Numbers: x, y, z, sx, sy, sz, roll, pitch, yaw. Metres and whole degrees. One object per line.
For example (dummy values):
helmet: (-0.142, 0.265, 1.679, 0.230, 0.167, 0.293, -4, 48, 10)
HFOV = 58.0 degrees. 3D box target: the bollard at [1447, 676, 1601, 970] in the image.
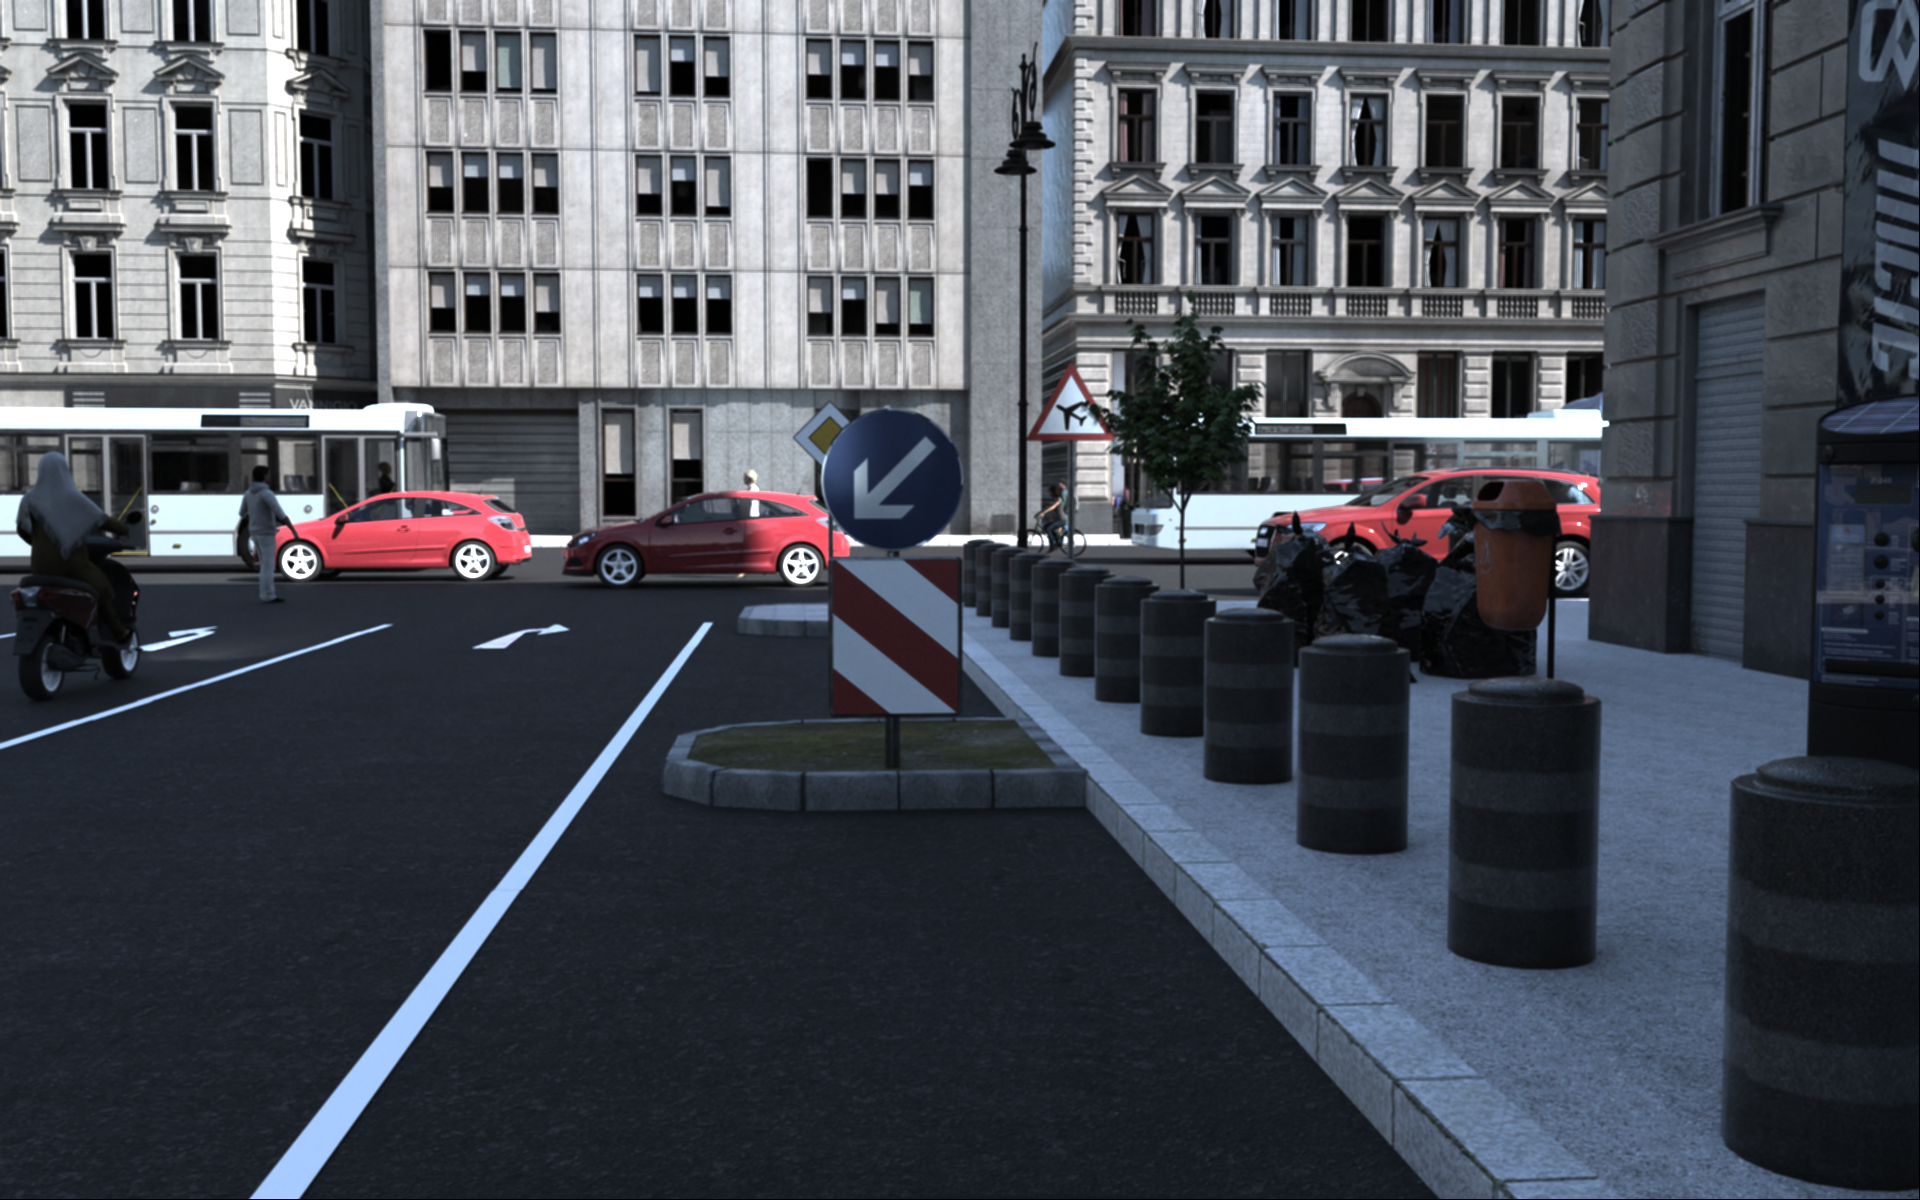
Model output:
bollard: (1.575, 0.604, 4.845, 0.404, 0.777, 0.398, 0, 3, 0)

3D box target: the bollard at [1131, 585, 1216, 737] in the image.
bollard: (1.171, 0.331, 9.300, 0.404, 0.777, 0.398, 0, 3, 0)

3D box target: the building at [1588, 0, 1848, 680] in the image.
building: (12.233, -12.577, 2.899, 12.463, 27.353, 25.104, 0, 4, -5)

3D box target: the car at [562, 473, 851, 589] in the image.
car: (-3.964, -1.109, 27.181, 4.494, 1.783, 2.155, 0, 4, -6)

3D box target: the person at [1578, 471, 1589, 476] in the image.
person: (11.143, -1.398, 31.226, 0.638, 1.841, 0.748, 0, 4, -8)

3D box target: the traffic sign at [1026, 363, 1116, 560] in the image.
traffic sign: (1.105, -1.057, 17.278, 0.884, 2.594, 0.081, 0, 4, 4)

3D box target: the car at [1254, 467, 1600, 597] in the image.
car: (6.895, -0.995, 24.942, 5.304, 1.827, 2.281, 0, 4, -6)

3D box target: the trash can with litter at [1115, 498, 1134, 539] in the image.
trash can with litter: (4.978, -2.319, 49.299, 1.055, 1.170, 0.624, -1, 4, -11)

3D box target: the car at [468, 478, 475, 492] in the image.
car: (-12.122, -1.745, 37.568, 4.494, 1.783, 2.155, 0, 4, -4)

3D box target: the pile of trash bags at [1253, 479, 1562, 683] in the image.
pile of trash bags: (3.230, -0.141, 12.063, 1.912, 1.369, 3.447, -1, 4, -8)

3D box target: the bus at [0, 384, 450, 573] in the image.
bus: (-15.485, -2.279, 32.115, 13.247, 3.499, 2.948, 0, 4, -7)

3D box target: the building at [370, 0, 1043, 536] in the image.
building: (-7.921, -14.664, 57.781, 19.932, 24.808, 12.078, 0, 4, -5)

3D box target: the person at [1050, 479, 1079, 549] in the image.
person: (2.674, -2.230, 44.942, 0.713, 1.824, 0.794, 2, 4, 35)

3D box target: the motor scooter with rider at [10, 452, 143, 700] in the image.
motor scooter with rider: (-6.425, -0.227, 12.676, 0.876, 1.779, 1.986, 0, 4, -6)

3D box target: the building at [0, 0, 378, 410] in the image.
building: (-40.295, -17.176, 57.243, 44.131, 29.872, 17.030, 0, 4, -5)

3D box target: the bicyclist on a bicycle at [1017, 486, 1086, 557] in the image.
bicyclist on a bicycle: (2.093, -1.805, 39.539, 1.625, 1.676, 1.499, 0, 4, -7)

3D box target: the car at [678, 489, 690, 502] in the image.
car: (-5.199, -2.013, 42.707, 4.222, 1.686, 2.009, 0, 4, -4)

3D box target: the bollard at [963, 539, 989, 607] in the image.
bollard: (0.237, -0.309, 19.765, 0.404, 0.777, 0.398, 0, 3, 0)

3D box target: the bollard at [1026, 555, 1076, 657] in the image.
bollard: (0.772, 0.057, 13.778, 0.404, 0.777, 0.398, 0, 3, 0)

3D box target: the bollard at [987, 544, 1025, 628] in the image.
bollard: (0.505, -0.125, 16.758, 0.404, 0.777, 0.398, 0, 3, 0)

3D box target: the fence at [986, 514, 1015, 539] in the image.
fence: (1.252, -2.143, 50.414, 0.278, 0.683, 2.069, 1, 4, 22)

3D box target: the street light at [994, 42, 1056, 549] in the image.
street light: (0.670, -2.787, 18.348, 0.468, 5.910, 1.993, 0, 4, -5)

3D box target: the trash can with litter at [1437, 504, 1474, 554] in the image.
trash can with litter: (5.887, -0.481, 19.252, 1.055, 1.170, 0.624, -2, 4, -25)

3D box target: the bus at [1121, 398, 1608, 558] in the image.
bus: (9.467, -2.535, 36.315, 13.247, 3.499, 2.948, 0, 4, -3)

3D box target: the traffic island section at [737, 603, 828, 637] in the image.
traffic island section: (-1.383, 0.209, 18.865, 2.009, 0.180, 2.903, 0, 4, -5)

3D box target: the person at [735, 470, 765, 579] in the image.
person: (-3.537, -1.296, 29.570, 0.818, 1.842, 0.514, -3, 5, -43)

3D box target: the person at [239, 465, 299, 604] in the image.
person: (-9.062, -0.863, 22.759, 0.875, 1.805, 0.789, 2, 4, 30)

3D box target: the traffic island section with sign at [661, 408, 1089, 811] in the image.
traffic island section with sign: (-0.482, -0.010, 8.794, 1.989, 1.847, 2.006, 0, 4, -5)

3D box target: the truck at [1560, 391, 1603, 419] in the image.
truck: (18.164, -2.998, 38.780, 2.967, 4.110, 18.799, 0, 4, -6)

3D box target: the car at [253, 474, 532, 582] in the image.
car: (-9.496, -1.222, 29.017, 4.494, 1.783, 2.155, 0, 4, -6)

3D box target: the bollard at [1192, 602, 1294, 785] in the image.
bollard: (1.303, 0.422, 7.815, 0.404, 0.777, 0.398, 0, 3, 0)

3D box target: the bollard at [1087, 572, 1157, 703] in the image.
bollard: (1.041, 0.240, 10.795, 0.404, 0.777, 0.398, 0, 3, 0)

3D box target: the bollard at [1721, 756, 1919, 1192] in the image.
bollard: (1.704, 0.695, 3.360, 0.404, 0.777, 0.398, 0, 3, 0)

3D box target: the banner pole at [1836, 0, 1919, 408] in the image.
banner pole: (4.124, -1.057, 7.296, 0.863, 3.779, 0.401, 1, 4, 12)

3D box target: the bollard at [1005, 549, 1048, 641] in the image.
bollard: (0.638, -0.034, 15.272, 0.404, 0.777, 0.398, 0, 3, 0)

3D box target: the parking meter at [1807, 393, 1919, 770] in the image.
parking meter: (2.275, 0.256, 4.223, 0.372, 1.533, 0.369, 0, 3, 0)

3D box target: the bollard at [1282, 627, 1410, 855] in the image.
bollard: (1.437, 0.513, 6.330, 0.404, 0.777, 0.398, 0, 3, 0)

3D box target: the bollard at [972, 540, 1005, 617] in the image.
bollard: (0.370, -0.217, 18.263, 0.404, 0.777, 0.398, 0, 3, 0)

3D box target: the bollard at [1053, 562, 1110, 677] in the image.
bollard: (0.907, 0.148, 12.292, 0.404, 0.777, 0.398, 0, 3, 0)

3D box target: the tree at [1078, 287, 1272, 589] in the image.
tree: (2.163, -1.324, 16.242, 1.663, 3.219, 1.824, 0, 3, 0)

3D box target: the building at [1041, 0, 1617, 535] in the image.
building: (12.363, -14.078, 59.056, 19.941, 23.489, 11.050, 0, 4, -5)

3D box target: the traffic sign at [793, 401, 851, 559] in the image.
traffic sign: (-1.406, -0.926, 18.785, 0.795, 2.450, 0.064, 0, 4, -5)
